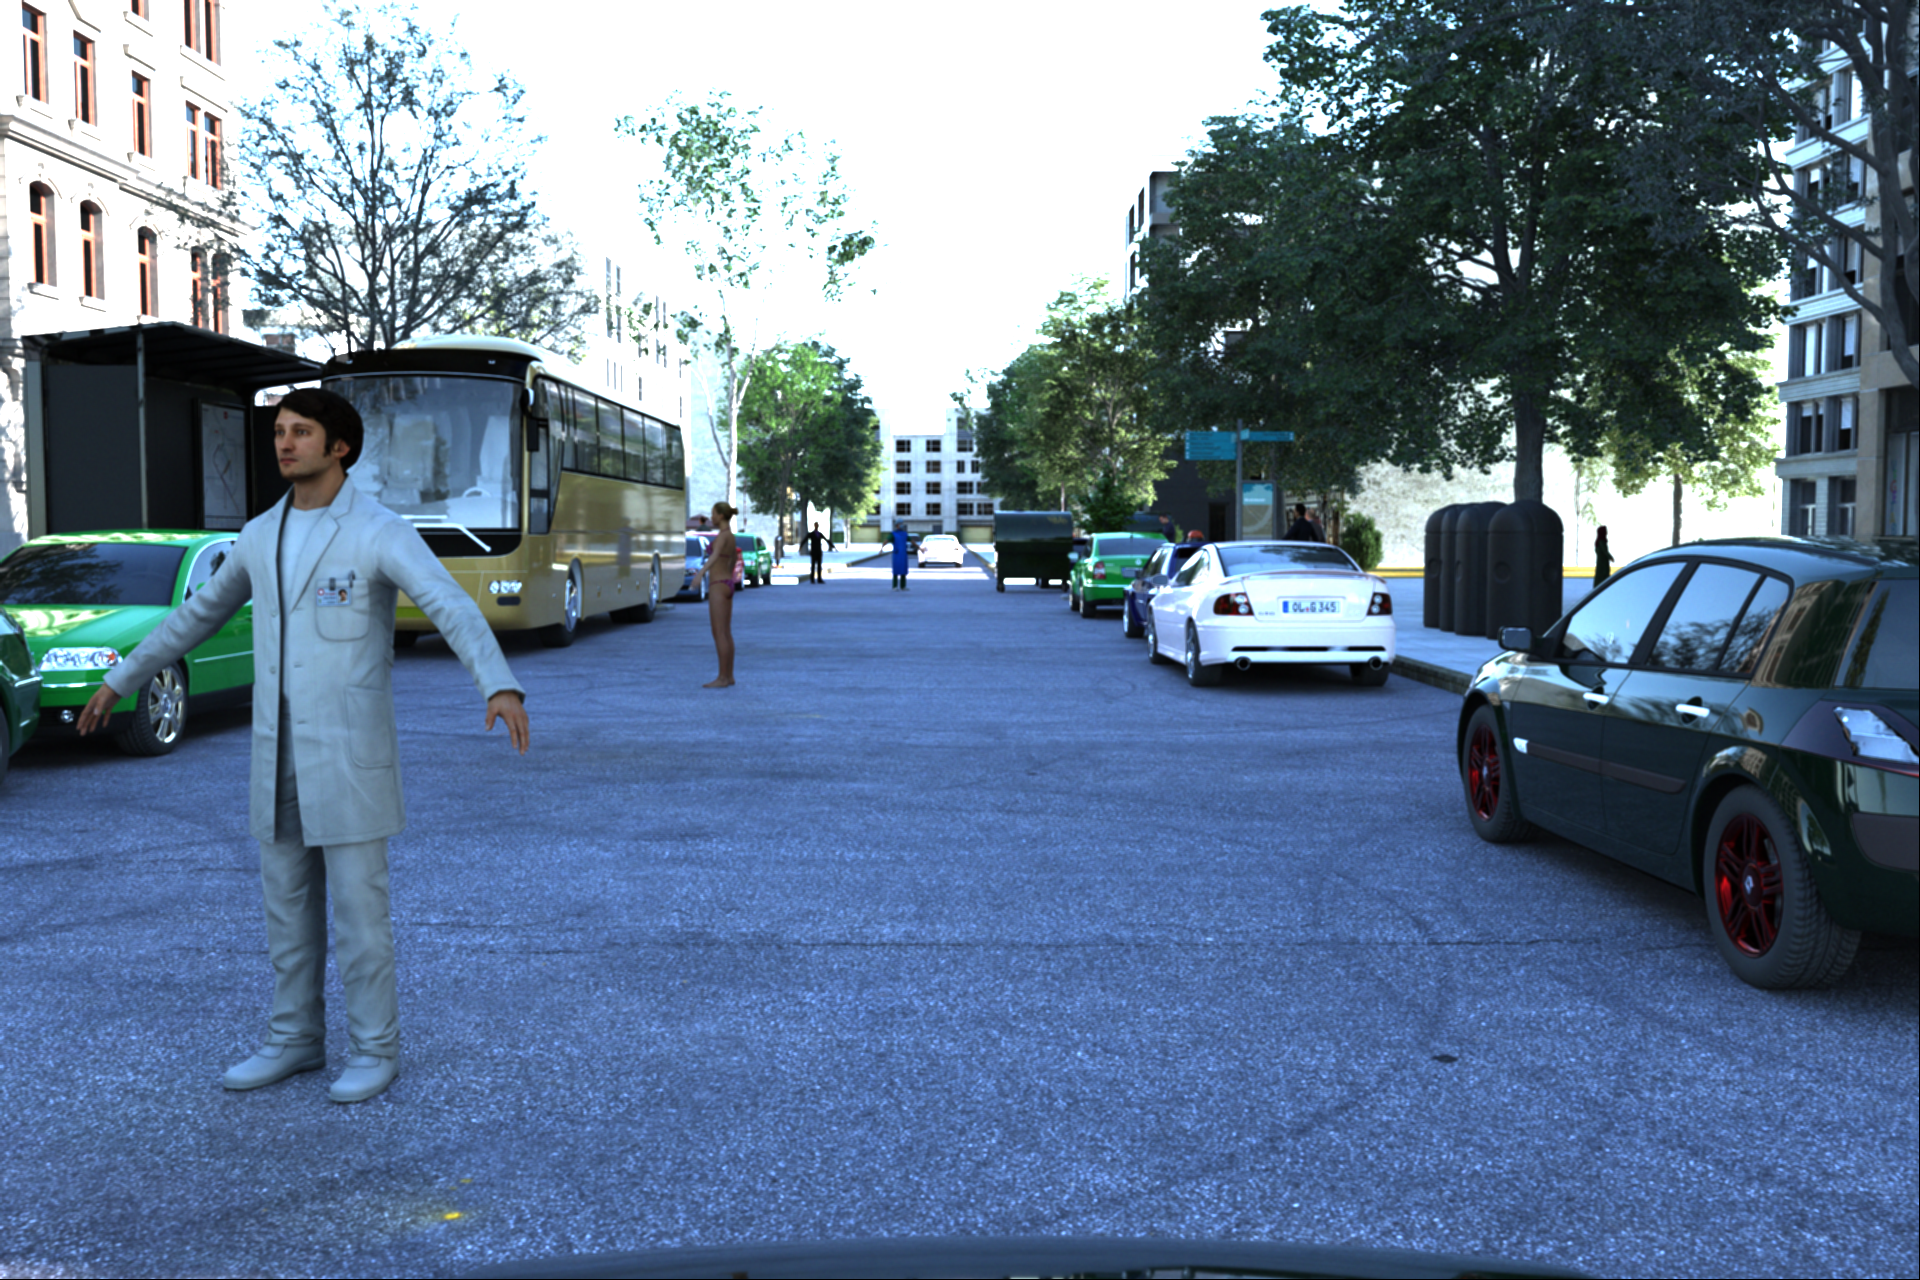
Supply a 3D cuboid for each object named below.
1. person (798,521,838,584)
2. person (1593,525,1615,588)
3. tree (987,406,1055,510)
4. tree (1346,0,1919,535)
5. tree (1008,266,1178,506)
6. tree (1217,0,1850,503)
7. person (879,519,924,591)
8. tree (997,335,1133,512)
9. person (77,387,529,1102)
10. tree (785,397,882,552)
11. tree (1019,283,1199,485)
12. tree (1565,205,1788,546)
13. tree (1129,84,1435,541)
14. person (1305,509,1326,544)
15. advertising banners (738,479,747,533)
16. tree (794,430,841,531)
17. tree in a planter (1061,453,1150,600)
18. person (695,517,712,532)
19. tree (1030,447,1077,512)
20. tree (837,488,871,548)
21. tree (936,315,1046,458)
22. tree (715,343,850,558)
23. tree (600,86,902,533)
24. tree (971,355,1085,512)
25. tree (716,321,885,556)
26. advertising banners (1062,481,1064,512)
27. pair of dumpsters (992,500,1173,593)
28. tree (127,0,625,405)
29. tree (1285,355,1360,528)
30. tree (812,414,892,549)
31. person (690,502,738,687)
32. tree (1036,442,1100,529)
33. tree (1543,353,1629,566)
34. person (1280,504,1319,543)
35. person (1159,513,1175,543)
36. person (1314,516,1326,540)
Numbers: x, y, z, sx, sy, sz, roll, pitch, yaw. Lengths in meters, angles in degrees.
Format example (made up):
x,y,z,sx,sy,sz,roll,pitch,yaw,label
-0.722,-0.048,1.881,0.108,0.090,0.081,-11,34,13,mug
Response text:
x,y,z,sx,sy,sz,roll,pitch,yaw,label
-4.152,-2.542,50.239,1.346,1.802,0.704,-3,4,-36,person
11.512,-1.326,30.890,0.599,1.438,0.989,0,4,7,person
5.670,-13.286,135.345,7.486,12.596,7.792,0,3,0,tree
8.762,-6.431,15.511,12.009,13.543,11.850,0,3,0,tree
5.479,-9.549,74.246,7.486,12.596,7.792,0,3,0,tree
9.463,-7.477,28.897,9.857,13.997,8.962,0,3,0,tree
-1.517,-2.168,44.028,1.347,1.817,0.704,-2,4,-35,person
5.519,-10.011,89.429,9.928,11.665,9.643,0,3,0,tree
-1.671,0.254,4.488,1.347,1.806,0.705,1,4,18,person
-9.274,-12.230,125.722,9.928,11.665,9.643,0,3,0,tree
5.838,-7.914,63.808,7.601,10.594,8.767,-1,4,-15,tree
24.700,-8.703,60.428,7.486,12.596,7.792,0,3,0,tree
9.248,-8.749,49.705,9.857,13.997,8.962,0,3,0,tree
6.569,-1.604,32.829,0.990,1.755,0.434,-2,4,-28,person
-6.878,-3.588,54.850,0.090,3.025,2.074,0,4,-1,advertising banners
-9.361,-10.035,114.433,4.360,8.622,3.978,0,3,0,tree
3.226,-2.490,37.930,1.991,3.239,1.994,0,4,-1,tree in a planter
-7.604,-2.743,51.113,0.705,1.796,1.348,3,5,40,person
6.132,-9.822,110.956,4.737,8.622,4.395,0,3,0,tree
-10.169,-12.597,156.320,4.737,8.622,4.395,0,3,0,tree
4.288,-18.142,152.507,12.611,20.169,13.585,0,3,0,tree
-9.525,-10.243,93.228,9.928,11.665,9.643,0,3,0,tree
-8.798,-13.214,71.938,12.611,20.169,13.585,0,3,0,tree
5.187,-13.195,122.394,9.857,13.997,8.962,0,3,0,tree
-9.381,-12.013,103.062,9.857,13.997,8.962,0,3,0,tree
3.355,-3.776,57.920,0.090,3.025,2.074,0,4,-1,advertising banners
3.019,-2.323,42.929,4.436,2.255,1.574,0,4,-1,pair of dumpsters
-12.469,-7.786,37.673,12.009,13.543,11.850,0,3,0,tree
13.357,-6.951,64.008,4.737,8.622,4.395,0,3,0,tree
-9.517,-13.860,144.740,7.486,12.596,7.792,0,3,0,tree
-2.318,-0.431,16.311,0.721,1.733,1.217,0,4,7,person
6.222,-9.471,105.217,4.737,8.622,4.395,0,3,0,tree
24.502,-7.261,69.087,4.360,8.622,3.978,0,3,0,tree
6.043,-1.521,30.911,1.345,1.823,0.704,-3,5,-41,person
4.695,-2.053,40.054,0.568,1.767,0.683,-1,4,-11,person
10.184,-2.658,49.606,0.704,1.811,1.347,-1,4,-16,person
